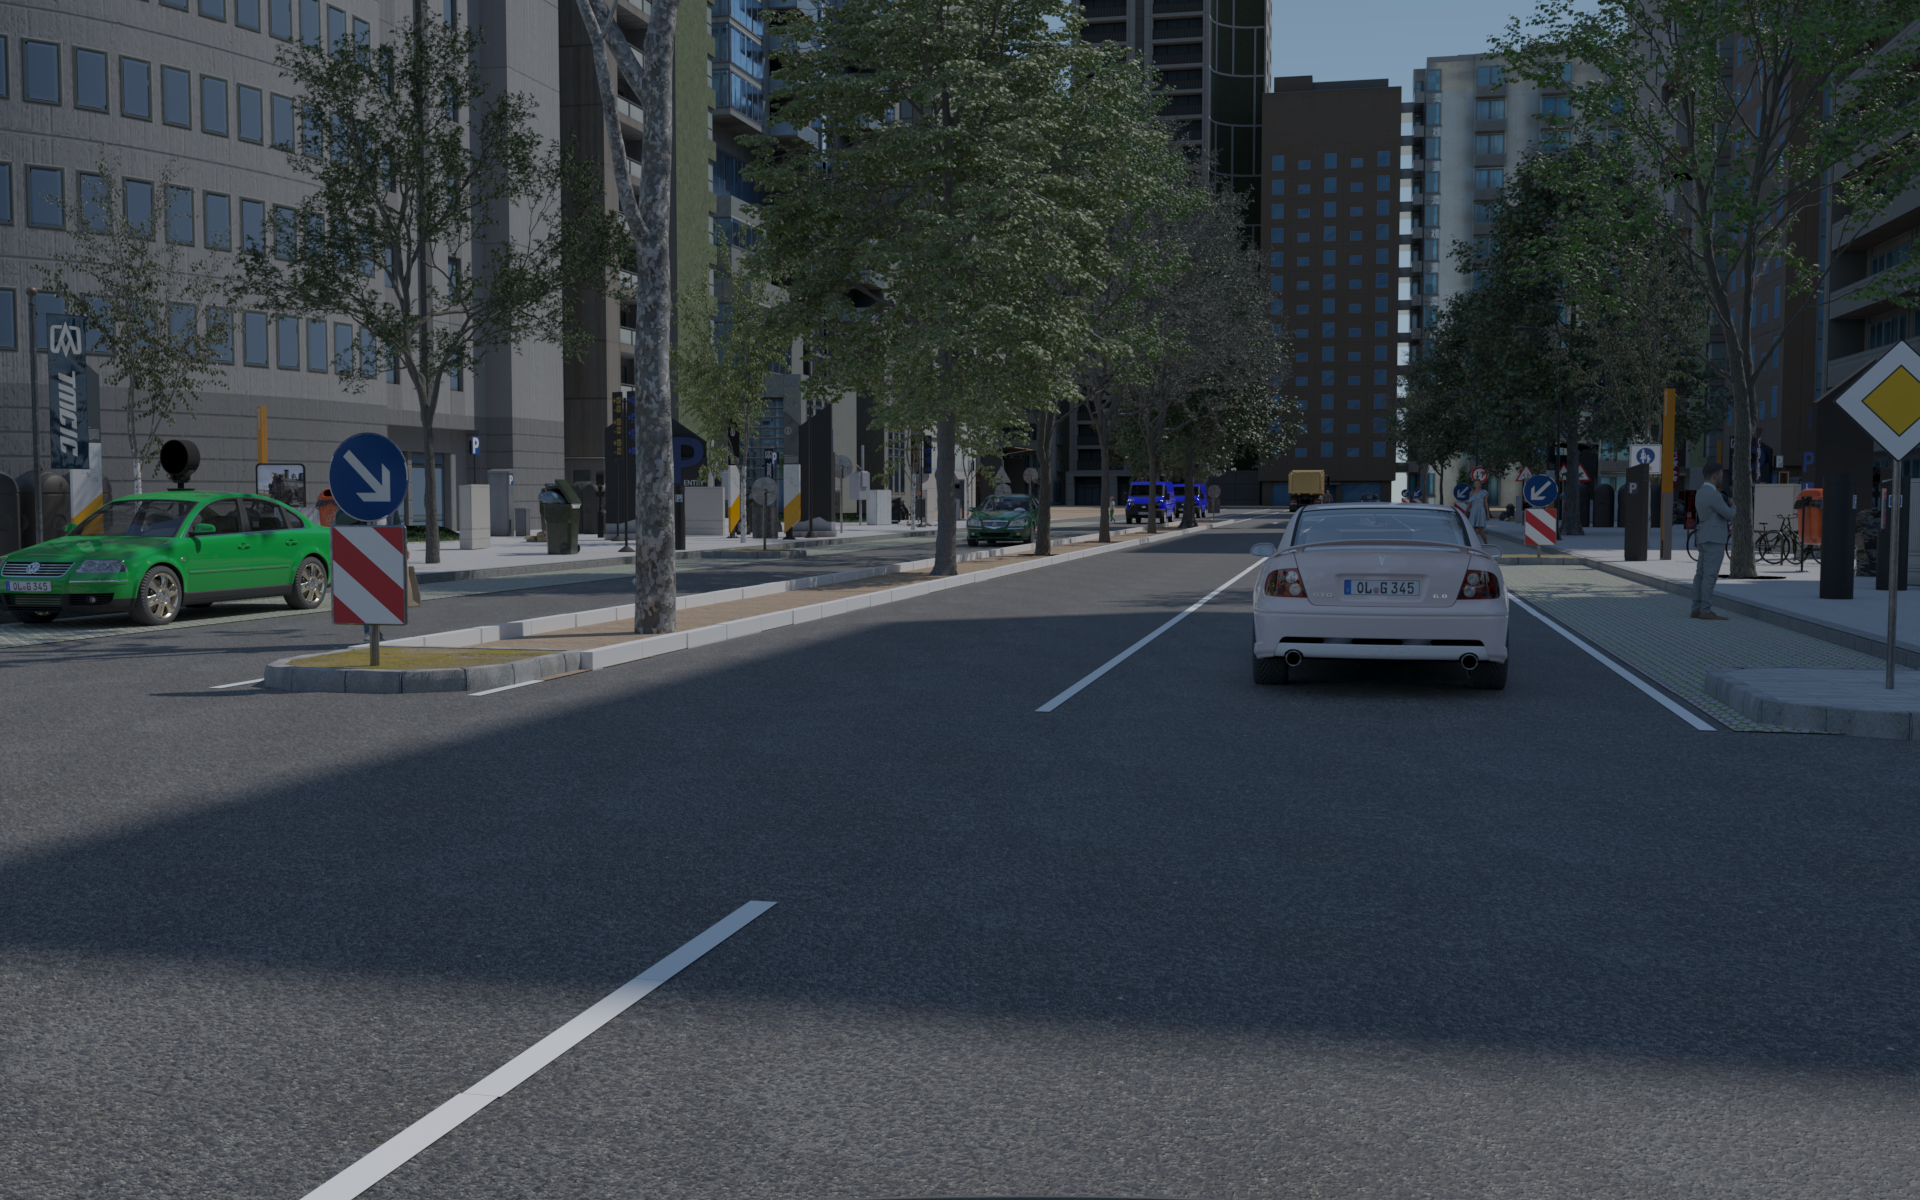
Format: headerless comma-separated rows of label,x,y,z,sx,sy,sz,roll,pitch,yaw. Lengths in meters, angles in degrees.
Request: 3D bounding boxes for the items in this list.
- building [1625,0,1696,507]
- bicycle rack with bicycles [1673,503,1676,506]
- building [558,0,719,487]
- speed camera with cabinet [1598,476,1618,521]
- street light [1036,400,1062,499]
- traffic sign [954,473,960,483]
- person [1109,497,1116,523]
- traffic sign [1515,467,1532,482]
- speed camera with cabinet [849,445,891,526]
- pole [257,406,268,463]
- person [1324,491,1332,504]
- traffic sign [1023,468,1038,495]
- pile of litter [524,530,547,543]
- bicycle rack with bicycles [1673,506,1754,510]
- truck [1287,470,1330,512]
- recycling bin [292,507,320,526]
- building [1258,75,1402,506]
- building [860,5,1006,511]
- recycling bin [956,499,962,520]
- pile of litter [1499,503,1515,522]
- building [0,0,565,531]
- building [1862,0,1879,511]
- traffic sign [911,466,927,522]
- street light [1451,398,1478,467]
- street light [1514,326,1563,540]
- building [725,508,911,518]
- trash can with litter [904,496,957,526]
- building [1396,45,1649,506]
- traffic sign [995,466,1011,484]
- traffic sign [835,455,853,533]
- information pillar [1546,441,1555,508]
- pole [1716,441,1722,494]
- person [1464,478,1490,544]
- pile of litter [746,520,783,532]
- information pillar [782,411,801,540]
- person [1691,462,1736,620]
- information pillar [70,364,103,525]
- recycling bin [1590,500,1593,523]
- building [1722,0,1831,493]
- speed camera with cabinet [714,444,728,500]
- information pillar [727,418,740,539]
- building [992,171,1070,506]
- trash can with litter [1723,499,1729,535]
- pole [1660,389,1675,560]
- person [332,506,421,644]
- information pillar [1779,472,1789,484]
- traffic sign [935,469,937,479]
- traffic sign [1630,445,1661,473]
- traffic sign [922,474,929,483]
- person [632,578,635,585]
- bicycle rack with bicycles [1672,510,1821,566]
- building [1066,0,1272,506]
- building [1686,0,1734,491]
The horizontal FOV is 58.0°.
building,63.719,-32.715,124.132,28.713,52.752,27.495,1,4,13
bicycle rack with bicycles,28.484,-3.514,70.829,2.925,0.926,2.852,3,5,44
building,-20.388,-24.247,80.034,14.154,41.232,14.086,1,4,13
speed camera with cabinet,30.945,-5.414,82.860,2.038,3.252,0.660,0,4,3
street light,4.307,-6.864,84.766,1.470,5.913,1.316,1,4,13
traffic sign,-0.437,-5.058,82.694,0.884,2.594,0.081,1,4,17
person,7.513,-4.442,85.373,0.306,1.304,0.590,3,5,41
traffic sign,23.918,-4.477,73.209,0.884,2.594,0.081,1,4,18
speed camera with cabinet,-3.667,-4.677,70.811,0.660,3.252,2.038,3,4,37
pole,-16.243,-2.846,40.371,0.158,3.312,0.155,0,3,0
person,34.023,-9.250,160.287,0.990,1.755,0.434,3,4,38
traffic sign,3.414,-5.139,84.130,0.768,2.556,0.104,1,4,22
pile of litter,-11.119,-1.989,46.485,1.176,0.858,1.719,0,4,-3
bicycle rack with bicycles,18.456,-1.691,41.031,2.852,0.926,2.925,2,4,29
truck,28.022,-8.799,139.779,3.469,3.379,9.791,1,4,13
recycling bin,-12.531,-1.249,32.974,0.722,1.027,0.722,2,4,34
building,40.205,-32.911,188.197,14.200,45.320,14.600,1,4,13
building,-11.602,-33.781,141.562,27.495,52.752,28.713,1,4,13
recycling bin,-0.310,-4.455,85.389,0.722,1.027,0.722,1,4,8
pile of litter,26.651,-4.235,83.210,1.719,0.858,1.176,-1,4,-9
building,-28.060,-31.157,51.414,21.231,58.520,28.212,1,4,13
building,46.697,-26.933,64.058,21.300,48.544,21.600,1,4,13
traffic sign,-1.912,-4.865,79.653,0.768,2.556,0.104,1,4,17
street light,24.218,-6.759,83.055,1.470,5.913,1.316,1,4,13
street light,16.024,-4.616,48.008,1.470,5.913,1.316,1,4,13
building,-15.923,-48.654,108.166,22.319,86.520,31.000,1,4,13
trash can with litter,-1.278,-3.550,69.107,2.233,1.210,1.678,1,4,11
building,62.865,-34.702,186.986,30.456,49.044,23.786,1,4,13
traffic sign,1.907,-4.882,79.824,0.884,2.594,0.081,1,4,14
traffic sign,-3.893,-3.467,56.792,0.768,2.556,0.104,1,4,17
information pillar,20.599,-4.226,60.447,0.183,3.616,0.504,3,5,44
pole,29.028,-4.431,66.289,0.158,3.312,0.155,0,3,0
person,12.423,-2.021,41.634,0.778,1.811,0.616,-3,5,-44
pile of litter,-6.688,-2.706,58.211,1.719,0.858,1.176,-2,4,-29
information pillar,-4.731,-3.503,48.635,0.504,3.616,0.183,1,4,18
person,8.620,-0.677,19.742,0.466,1.800,0.511,-1,4,-9
information pillar,-14.143,-2.240,27.984,0.183,3.616,0.504,3,4,39
recycling bin,27.188,-3.865,75.753,0.722,1.027,0.722,-2,4,-28
building,49.209,-26.934,90.487,14.600,45.320,14.200,1,4,13
speed camera with cabinet,-9.745,-4.566,68.983,0.660,3.252,2.038,-3,4,-37
information pillar,-6.555,-3.595,50.138,0.183,3.616,0.504,2,4,26
building,2.091,-35.251,200.050,21.600,48.544,21.300,1,4,13
trash can with litter,18.979,-1.963,43.481,0.624,1.170,1.055,2,4,25
pole,13.748,-2.435,33.649,0.158,3.312,0.155,0,3,0
person,-5.453,-0.476,16.264,0.794,1.824,0.713,-2,4,-35
information pillar,26.993,-3.198,56.782,0.304,2.012,0.304,2,4,27
traffic sign,-0.828,-4.911,80.408,0.768,2.556,0.104,1,4,17
traffic sign,14.129,-2.057,35.755,0.606,2.300,0.079,1,4,18
traffic sign,-1.817,-4.980,81.524,0.768,2.556,0.104,1,4,16
person,-4.557,-1.002,25.554,0.598,1.740,0.731,-2,4,-31
bicycle rack with bicycles,15.275,-1.133,31.902,2.852,0.926,2.925,-1,4,-13
building,23.857,-46.221,193.963,20.611,71.187,20.563,1,4,13
building,51.702,-25.745,104.525,14.154,41.232,14.086,1,4,13
